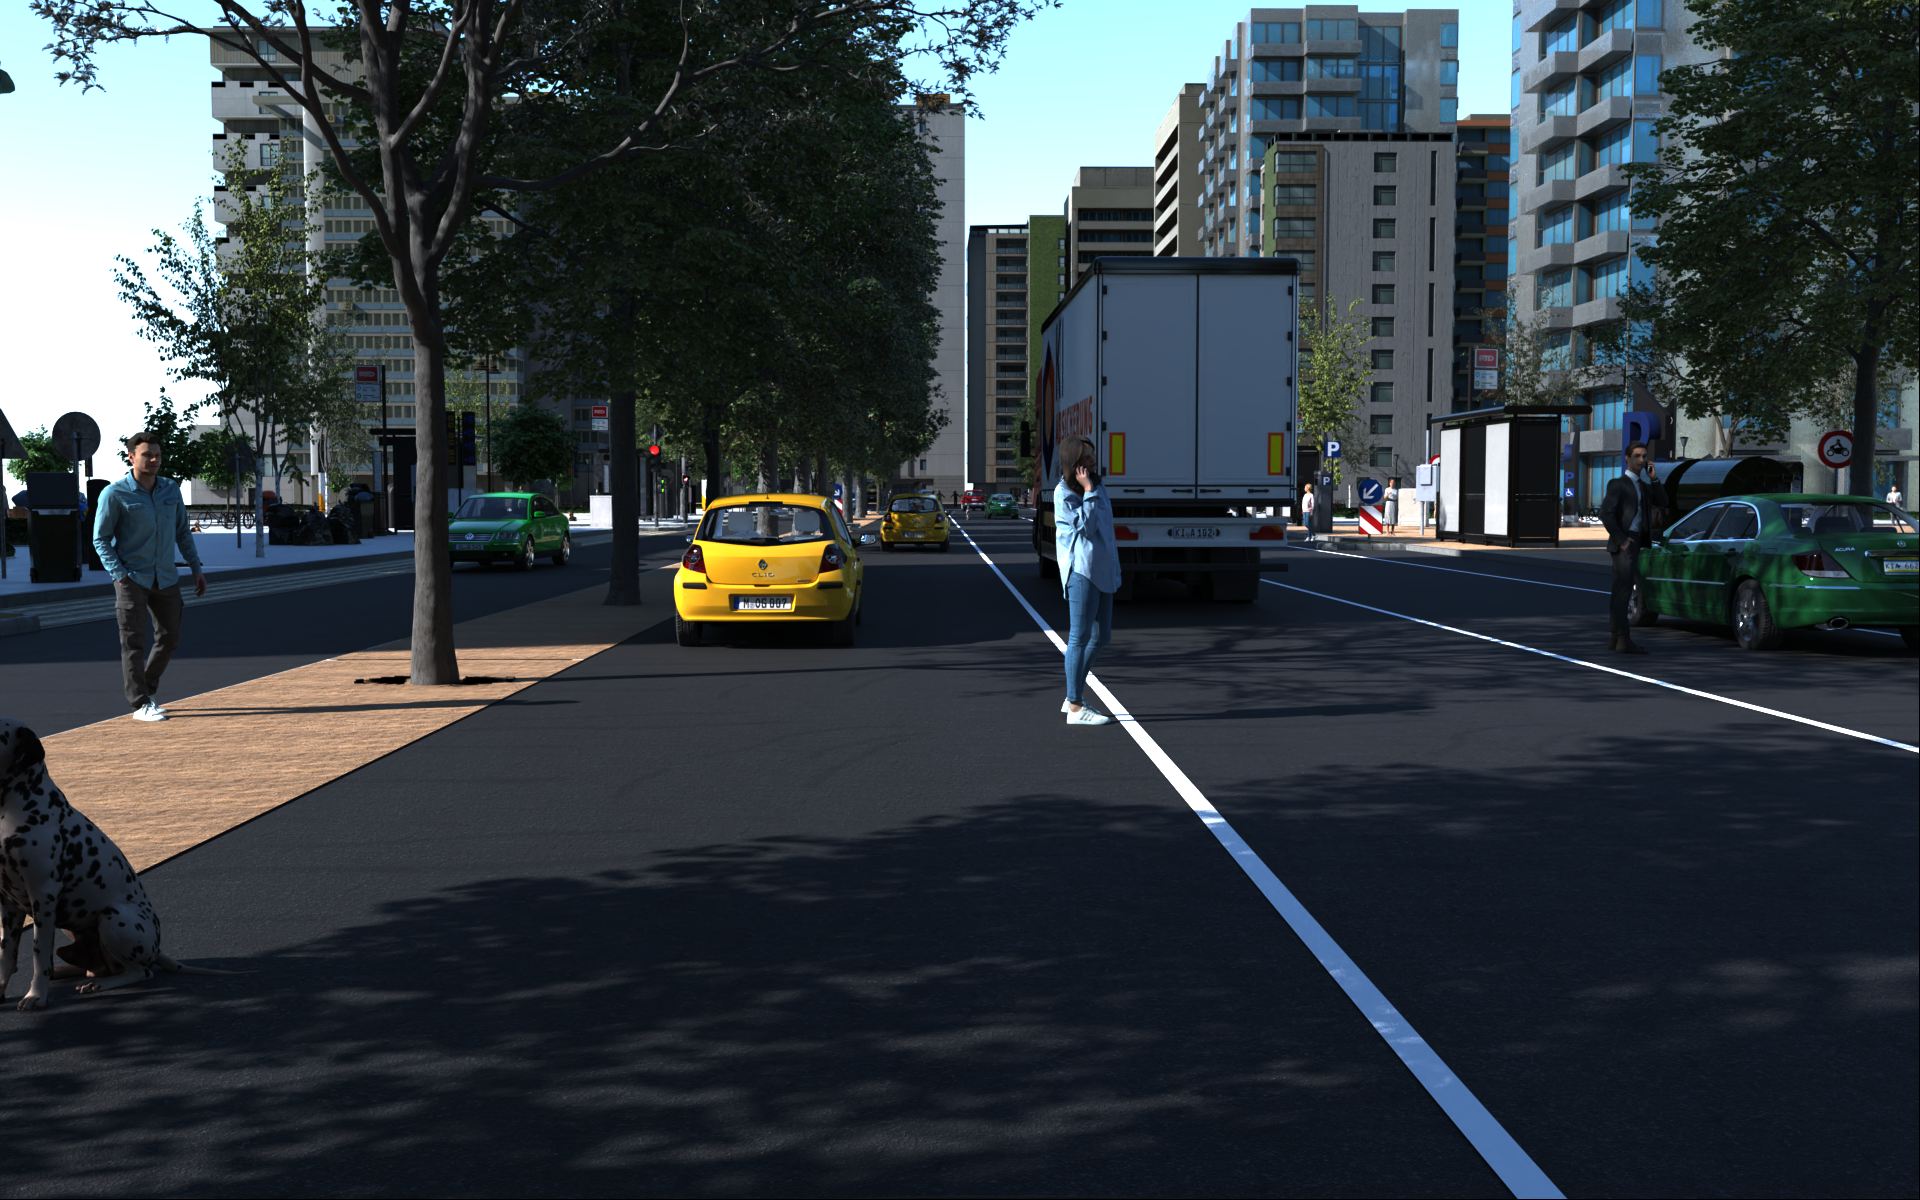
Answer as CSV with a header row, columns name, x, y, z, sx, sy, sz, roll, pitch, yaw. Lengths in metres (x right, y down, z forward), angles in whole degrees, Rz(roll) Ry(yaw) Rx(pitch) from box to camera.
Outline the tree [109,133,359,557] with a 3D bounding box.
name,x,y,z,sx,sy,sz,roll,pitch,yaw
tree,-14.450,-5.178,35.015,4.737,8.622,4.395,0,3,0

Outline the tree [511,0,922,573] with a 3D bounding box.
name,x,y,z,sx,sy,sz,roll,pitch,yaw
tree,-4.431,-6.297,31.165,9.928,11.665,9.643,0,3,0

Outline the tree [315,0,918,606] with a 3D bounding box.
name,x,y,z,sx,sy,sz,roll,pitch,yaw
tree,-4.434,-6.224,22.345,7.486,12.596,7.792,0,3,0

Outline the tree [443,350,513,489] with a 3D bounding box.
name,x,y,z,sx,sy,sz,roll,pitch,yaw
tree,-23.998,-8.220,84.759,4.737,8.622,4.395,0,3,0

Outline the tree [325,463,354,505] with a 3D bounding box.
name,x,y,z,sx,sy,sz,roll,pitch,yaw
tree,-34.802,-6.219,96.290,1.663,3.219,1.824,0,3,0

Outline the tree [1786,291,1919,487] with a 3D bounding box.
name,x,y,z,sx,sy,sz,roll,pitch,yaw
tree,30.805,-6.671,59.439,4.360,8.622,3.978,0,3,0

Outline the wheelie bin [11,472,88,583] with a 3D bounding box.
name,x,y,z,sx,sy,sz,roll,pitch,yaw
wheelie bin,-13.247,-1.059,25.220,0.980,1.594,0.693,-2,4,-33

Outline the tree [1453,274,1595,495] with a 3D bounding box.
name,x,y,z,sx,sy,sz,roll,pitch,yaw
tree,19.167,-6.618,58.572,4.360,8.622,3.978,0,3,0

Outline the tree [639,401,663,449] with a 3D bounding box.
name,x,y,z,sx,sy,sz,roll,pitch,yaw
tree,-20.775,-10.593,123.564,4.360,8.622,3.978,0,3,0

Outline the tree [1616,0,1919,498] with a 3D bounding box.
name,x,y,z,sx,sy,sz,roll,pitch,yaw
tree,14.097,-6.591,25.894,7.486,12.596,7.792,0,3,0

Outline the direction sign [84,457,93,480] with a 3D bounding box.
name,x,y,z,sx,sy,sz,roll,pitch,yaw
direction sign,-39.801,-5.331,79.164,0.379,3.537,0.876,0,4,-6

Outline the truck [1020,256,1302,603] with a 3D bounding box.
name,x,y,z,sx,sy,sz,roll,pitch,yaw
truck,2.622,-2.274,26.088,2.839,4.237,11.283,0,4,-2

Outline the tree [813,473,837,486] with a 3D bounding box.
name,x,y,z,sx,sy,sz,roll,pitch,yaw
tree,-17.144,-14.351,218.359,4.285,4.588,4.351,0,3,0

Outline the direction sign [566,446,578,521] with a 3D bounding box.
name,x,y,z,sx,sy,sz,roll,pitch,yaw
direction sign,-18.363,-5.507,82.031,0.379,3.537,0.876,2,4,27

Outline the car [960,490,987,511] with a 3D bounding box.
name,x,y,z,sx,sy,sz,roll,pitch,yaw
car,1.169,-8.481,147.344,2.281,1.827,5.304,0,4,-2

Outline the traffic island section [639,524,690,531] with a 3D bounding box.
name,x,y,z,sx,sy,sz,roll,pitch,yaw
traffic island section,-11.843,-2.766,67.498,2.009,0.180,2.903,0,4,-1

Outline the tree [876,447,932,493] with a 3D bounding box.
name,x,y,z,sx,sy,sz,roll,pitch,yaw
tree,-6.337,-12.161,135.694,8.767,10.594,7.601,0,4,-1

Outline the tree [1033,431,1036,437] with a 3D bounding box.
name,x,y,z,sx,sy,sz,roll,pitch,yaw
tree,10.507,-14.138,156.903,9.928,11.665,9.643,0,3,0

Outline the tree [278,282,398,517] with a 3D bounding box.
name,x,y,z,sx,sy,sz,roll,pitch,yaw
tree,-22.144,-6.775,61.139,4.360,8.622,3.978,0,3,0

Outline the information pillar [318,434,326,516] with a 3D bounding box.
name,x,y,z,sx,sy,sz,roll,pitch,yaw
information pillar,-24.812,-4.647,67.333,0.183,3.616,0.504,0,4,-1

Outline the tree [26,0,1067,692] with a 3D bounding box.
name,x,y,z,sx,sy,sz,roll,pitch,yaw
tree,-3.923,-6.096,12.494,12.009,13.543,11.850,0,3,0

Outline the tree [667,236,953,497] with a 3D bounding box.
name,x,y,z,sx,sy,sz,roll,pitch,yaw
tree,-5.037,-8.783,63.073,9.611,12.733,9.660,0,3,0

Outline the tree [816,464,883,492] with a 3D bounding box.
name,x,y,z,sx,sy,sz,roll,pitch,yaw
tree,-5.561,-8.155,86.147,4.360,8.622,3.978,0,3,0

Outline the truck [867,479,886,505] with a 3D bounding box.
name,x,y,z,sx,sy,sz,roll,pitch,yaw
truck,-11.150,-13.696,219.858,3.469,3.379,9.791,0,4,-2

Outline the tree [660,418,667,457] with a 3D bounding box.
name,x,y,z,sx,sy,sz,roll,pitch,yaw
tree,-15.981,-12.106,114.948,9.611,12.733,9.660,0,3,0

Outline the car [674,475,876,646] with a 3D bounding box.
name,x,y,z,sx,sy,sz,roll,pitch,yaw
car,-1.873,-0.461,17.761,2.015,1.641,3.980,0,4,-2

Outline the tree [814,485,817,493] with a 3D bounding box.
name,x,y,z,sx,sy,sz,roll,pitch,yaw
tree,-16.364,-12.607,200.726,1.663,3.219,1.824,0,3,0

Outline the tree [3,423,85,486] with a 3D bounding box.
name,x,y,z,sx,sy,sz,roll,pitch,yaw
tree,-42.433,-5.903,80.236,4.285,4.588,4.351,0,3,0

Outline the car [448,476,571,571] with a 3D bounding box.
name,x,y,z,sx,sy,sz,roll,pitch,yaw
car,-8.855,-1.519,33.628,1.959,1.807,4.718,0,4,1

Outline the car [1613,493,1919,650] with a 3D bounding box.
name,x,y,z,sx,sy,sz,roll,pitch,yaw
car,8.151,-0.338,17.321,2.131,1.459,4.920,0,4,0

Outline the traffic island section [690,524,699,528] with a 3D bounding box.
name,x,y,z,sx,sy,sz,roll,pitch,yaw
traffic island section,-11.980,-3.254,75.482,2.009,0.180,2.903,0,4,-1

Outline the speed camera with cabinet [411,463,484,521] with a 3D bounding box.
name,x,y,z,sx,sy,sz,roll,pitch,yaw
speed camera with cabinet,-15.423,-3.536,52.147,2.038,3.252,0.660,0,4,5

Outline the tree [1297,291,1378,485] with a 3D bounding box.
name,x,y,z,sx,sy,sz,roll,pitch,yaw
tree,13.084,-6.829,62.023,4.737,8.622,4.395,0,3,0

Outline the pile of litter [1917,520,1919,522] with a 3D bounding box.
name,x,y,z,sx,sy,sz,roll,pitch,yaw
pile of litter,43.221,-3.863,77.128,1.176,0.858,1.719,-1,4,-9

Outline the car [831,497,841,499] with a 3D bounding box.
name,x,y,z,sx,sy,sz,roll,pitch,yaw
car,-8.976,-6.813,120.427,2.155,1.783,4.494,0,4,-2

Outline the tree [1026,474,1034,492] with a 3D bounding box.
name,x,y,z,sx,sy,sz,roll,pitch,yaw
tree,9.694,-14.390,218.982,4.285,4.588,4.351,0,3,0

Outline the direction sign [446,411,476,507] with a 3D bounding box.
name,x,y,z,sx,sy,sz,roll,pitch,yaw
direction sign,-13.716,-3.392,47.464,0.876,3.537,0.379,-2,4,-27

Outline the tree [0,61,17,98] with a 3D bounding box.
name,x,y,z,sx,sy,sz,roll,pitch,yaw
tree,-4.143,-5.648,1.463,9.857,13.997,8.962,0,3,0

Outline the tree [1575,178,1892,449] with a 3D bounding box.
name,x,y,z,sx,sy,sz,roll,pitch,yaw
tree,22.849,-7.177,51.758,8.767,10.594,7.601,1,4,14

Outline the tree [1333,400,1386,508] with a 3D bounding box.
name,x,y,z,sx,sy,sz,roll,pitch,yaw
tree,29.903,-11.106,131.950,4.360,8.622,3.978,0,3,0

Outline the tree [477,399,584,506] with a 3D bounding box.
name,x,y,z,sx,sy,sz,roll,pitch,yaw
tree,-13.997,-4.440,56.314,4.285,4.588,4.351,0,3,0

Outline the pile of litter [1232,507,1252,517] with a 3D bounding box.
name,x,y,z,sx,sy,sz,roll,pitch,yaw
pile of litter,12.639,-3.971,78.885,1.719,0.858,1.176,0,4,5

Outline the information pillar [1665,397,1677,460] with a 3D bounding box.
name,x,y,z,sx,sy,sz,roll,pitch,yaw
information pillar,17.251,-3.112,42.231,0.183,3.616,0.504,-1,4,-17

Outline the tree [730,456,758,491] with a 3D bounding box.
name,x,y,z,sx,sy,sz,roll,pitch,yaw
tree,-15.735,-9.001,130.885,4.285,4.588,4.351,0,3,0

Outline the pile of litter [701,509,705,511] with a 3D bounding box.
name,x,y,z,sx,sy,sz,roll,pitch,yaw
pile of litter,-18.929,-7.144,130.761,1.176,0.858,1.719,-1,4,-17

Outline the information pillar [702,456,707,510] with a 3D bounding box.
name,x,y,z,sx,sy,sz,roll,pitch,yaw
information pillar,-14.655,-6.619,99.574,0.504,3.616,0.183,3,5,45

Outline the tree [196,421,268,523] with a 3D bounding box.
name,x,y,z,sx,sy,sz,roll,pitch,yaw
tree,-32.759,-5.735,77.481,4.285,4.588,4.351,0,3,0

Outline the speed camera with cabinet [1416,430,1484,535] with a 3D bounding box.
name,x,y,z,sx,sy,sz,roll,pitch,yaw
speed camera with cabinet,15.176,-3.621,53.547,2.038,3.252,0.660,3,5,39

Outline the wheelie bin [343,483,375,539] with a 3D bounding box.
name,x,y,z,sx,sy,sz,roll,pitch,yaw
wheelie bin,-17.273,-2.565,49.839,0.980,1.594,0.693,1,4,23

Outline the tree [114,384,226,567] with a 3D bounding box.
name,x,y,z,sx,sy,sz,roll,pitch,yaw
tree,-14.213,-2.215,30.820,1.663,3.219,1.824,0,3,0

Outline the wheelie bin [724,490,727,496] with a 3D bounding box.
name,x,y,z,sx,sy,sz,roll,pitch,yaw
wheelie bin,-17.651,-7.348,128.045,0.980,1.594,0.693,-2,4,-25

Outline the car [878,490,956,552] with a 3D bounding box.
name,x,y,z,sx,sy,sz,roll,pitch,yaw
car,-1.121,-2.095,44.475,2.015,1.641,3.980,0,4,1

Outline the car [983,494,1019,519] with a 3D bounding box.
name,x,y,z,sx,sy,sz,roll,pitch,yaw
car,2.382,-5.359,99.412,2.131,1.459,4.920,0,4,-1
